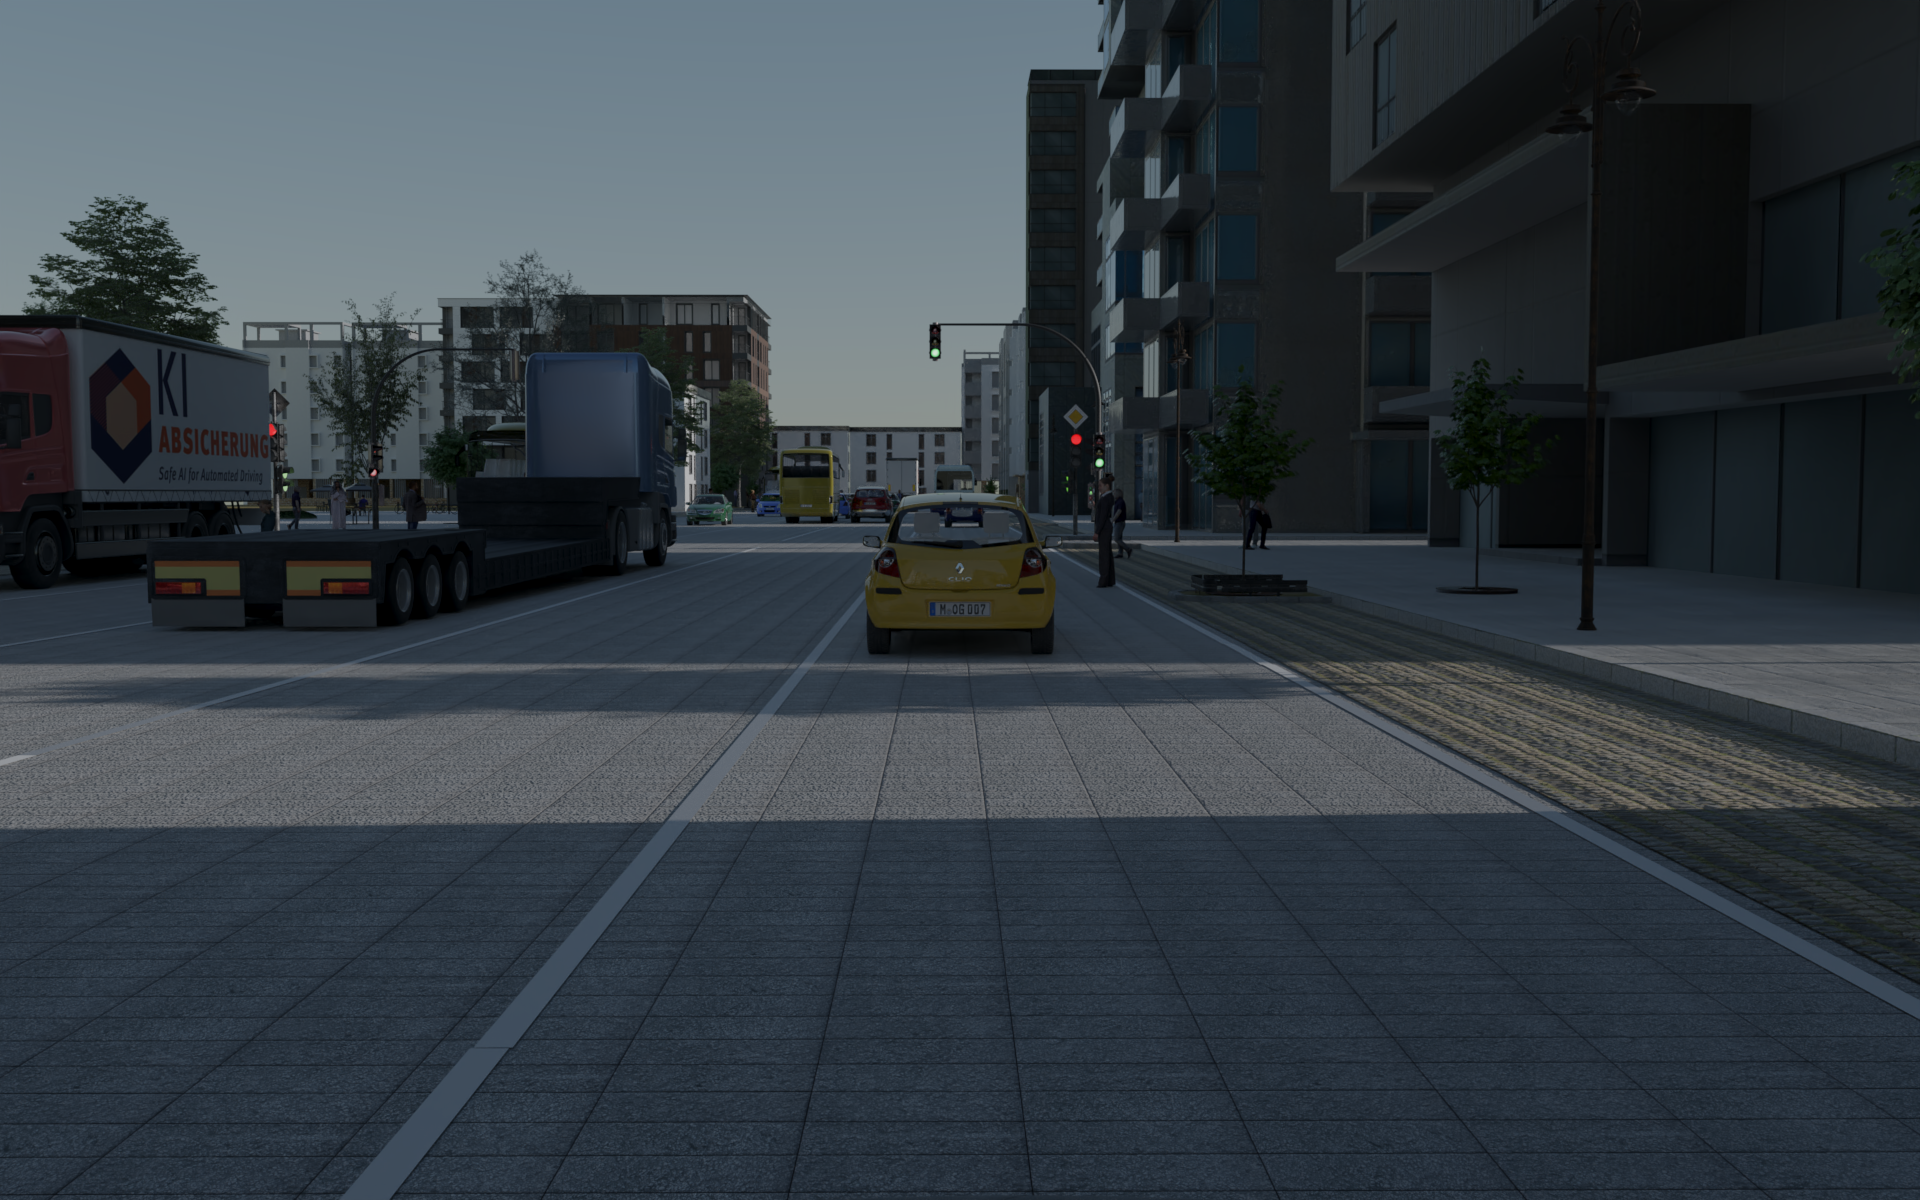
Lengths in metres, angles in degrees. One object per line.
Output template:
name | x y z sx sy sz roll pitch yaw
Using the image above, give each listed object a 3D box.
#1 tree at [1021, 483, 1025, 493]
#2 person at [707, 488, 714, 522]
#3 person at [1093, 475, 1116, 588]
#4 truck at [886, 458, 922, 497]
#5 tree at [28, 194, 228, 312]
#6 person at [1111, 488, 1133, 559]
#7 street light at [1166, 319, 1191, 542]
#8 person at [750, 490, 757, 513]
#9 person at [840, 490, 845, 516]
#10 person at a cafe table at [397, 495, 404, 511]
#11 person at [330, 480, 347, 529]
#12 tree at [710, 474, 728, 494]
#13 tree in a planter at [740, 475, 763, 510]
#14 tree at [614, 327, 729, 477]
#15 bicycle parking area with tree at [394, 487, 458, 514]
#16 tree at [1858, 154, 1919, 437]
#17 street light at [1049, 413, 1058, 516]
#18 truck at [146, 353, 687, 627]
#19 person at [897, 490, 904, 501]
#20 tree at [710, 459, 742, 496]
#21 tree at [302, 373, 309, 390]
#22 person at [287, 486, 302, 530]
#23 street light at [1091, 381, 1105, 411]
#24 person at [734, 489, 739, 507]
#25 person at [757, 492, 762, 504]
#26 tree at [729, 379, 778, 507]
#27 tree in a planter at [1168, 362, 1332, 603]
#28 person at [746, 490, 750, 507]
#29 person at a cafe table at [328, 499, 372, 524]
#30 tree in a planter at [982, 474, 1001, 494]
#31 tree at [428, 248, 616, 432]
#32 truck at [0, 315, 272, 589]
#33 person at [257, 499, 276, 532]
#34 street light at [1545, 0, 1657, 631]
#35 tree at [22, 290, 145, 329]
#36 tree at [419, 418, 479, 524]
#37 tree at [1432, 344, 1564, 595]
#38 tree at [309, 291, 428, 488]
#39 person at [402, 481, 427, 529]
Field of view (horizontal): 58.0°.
tree | 5.455 -8.644 135.932 1.663 3.219 1.824 0 3 0
person | -12.885 -4.913 89.534 0.504 1.737 0.576 0 4 -4
person | 2.169 -1.068 26.768 0.445 1.727 0.742 -1 4 -17
truck | -4.567 -9.204 139.391 2.839 4.237 11.283 0 4 -1
tree | -31.554 -9.054 66.156 7.486 12.596 7.792 0 3 0
person | 3.540 -1.672 38.048 0.471 1.553 0.569 3 5 40
street light | 5.767 -4.468 45.838 0.468 5.910 1.993 0 4 0
person | -15.874 -7.606 133.386 0.721 1.766 1.217 -2 4 -35
person | -7.722 -6.363 113.481 0.436 1.711 0.756 2 4 32
person at a cafe table | -41.133 -7.182 128.288 1.698 1.238 1.726 -1 4 -11
person | -21.051 -3.175 58.623 0.621 1.740 0.551 3 5 44
tree | -22.426 -10.157 160.666 1.663 3.219 1.824 0 3 0
tree in a planter | -18.739 -9.732 156.332 1.991 3.239 1.994 0 4 0
tree | -20.910 -12.178 117.243 7.486 12.596 7.792 0 3 0
bicycle parking area with tree | -32.399 -7.705 112.976 9.016 4.147 8.231 1 4 21
tree | 8.619 -1.803 13.186 4.285 4.588 4.351 0 3 0
street light | 5.350 -7.734 99.243 0.468 5.910 1.993 0 4 0
truck | -7.149 -2.291 27.219 2.967 4.110 18.799 0 4 1
person | -4.051 -6.495 115.508 0.655 1.722 0.431 1 4 14
tree | -22.249 -11.024 163.954 4.285 4.588 4.351 0 3 0
tree | -23.845 -7.303 69.763 4.360 8.622 3.978 0 3 0
person | -22.976 -3.155 59.832 0.471 1.553 0.569 0 4 -4
street light | 5.518 -5.911 69.437 0.468 5.910 1.993 0 4 0
person | -21.813 -10.008 169.546 0.599 1.838 0.709 0 4 -2
person | -13.613 -6.568 118.095 0.499 1.552 0.429 0 4 -8
tree | -21.415 -15.446 170.663 7.486 12.596 7.792 0 3 0
tree in a planter | 3.873 -1.609 23.528 1.991 3.239 1.994 0 4 0
person | -21.656 -10.436 177.197 0.721 1.766 1.217 0 4 6
person at a cafe table | -26.051 -3.986 73.684 1.622 1.524 1.698 1 4 9
tree in a planter | 2.828 -9.747 156.588 1.991 3.239 1.994 0 4 0
tree | -21.525 -10.824 87.341 12.009 13.543 11.850 0 3 0
truck | -15.007 -2.477 29.414 2.839 4.237 11.283 0 4 -1
person | -11.425 -0.984 28.506 0.340 1.345 0.435 -3 4 -39
street light | 5.914 -2.653 16.166 0.468 5.910 1.993 0 4 0
tree | -44.726 -9.884 87.356 9.928 11.665 9.643 0 3 0
tree | -21.605 -5.573 74.826 4.285 4.588 4.351 0 3 0
tree | 6.642 -1.701 22.414 1.663 3.219 1.824 0 3 0
tree | -21.394 -6.899 63.167 4.360 8.622 3.978 0 3 0
person | -12.395 -1.840 39.411 0.431 1.722 0.655 -2 4 -35
